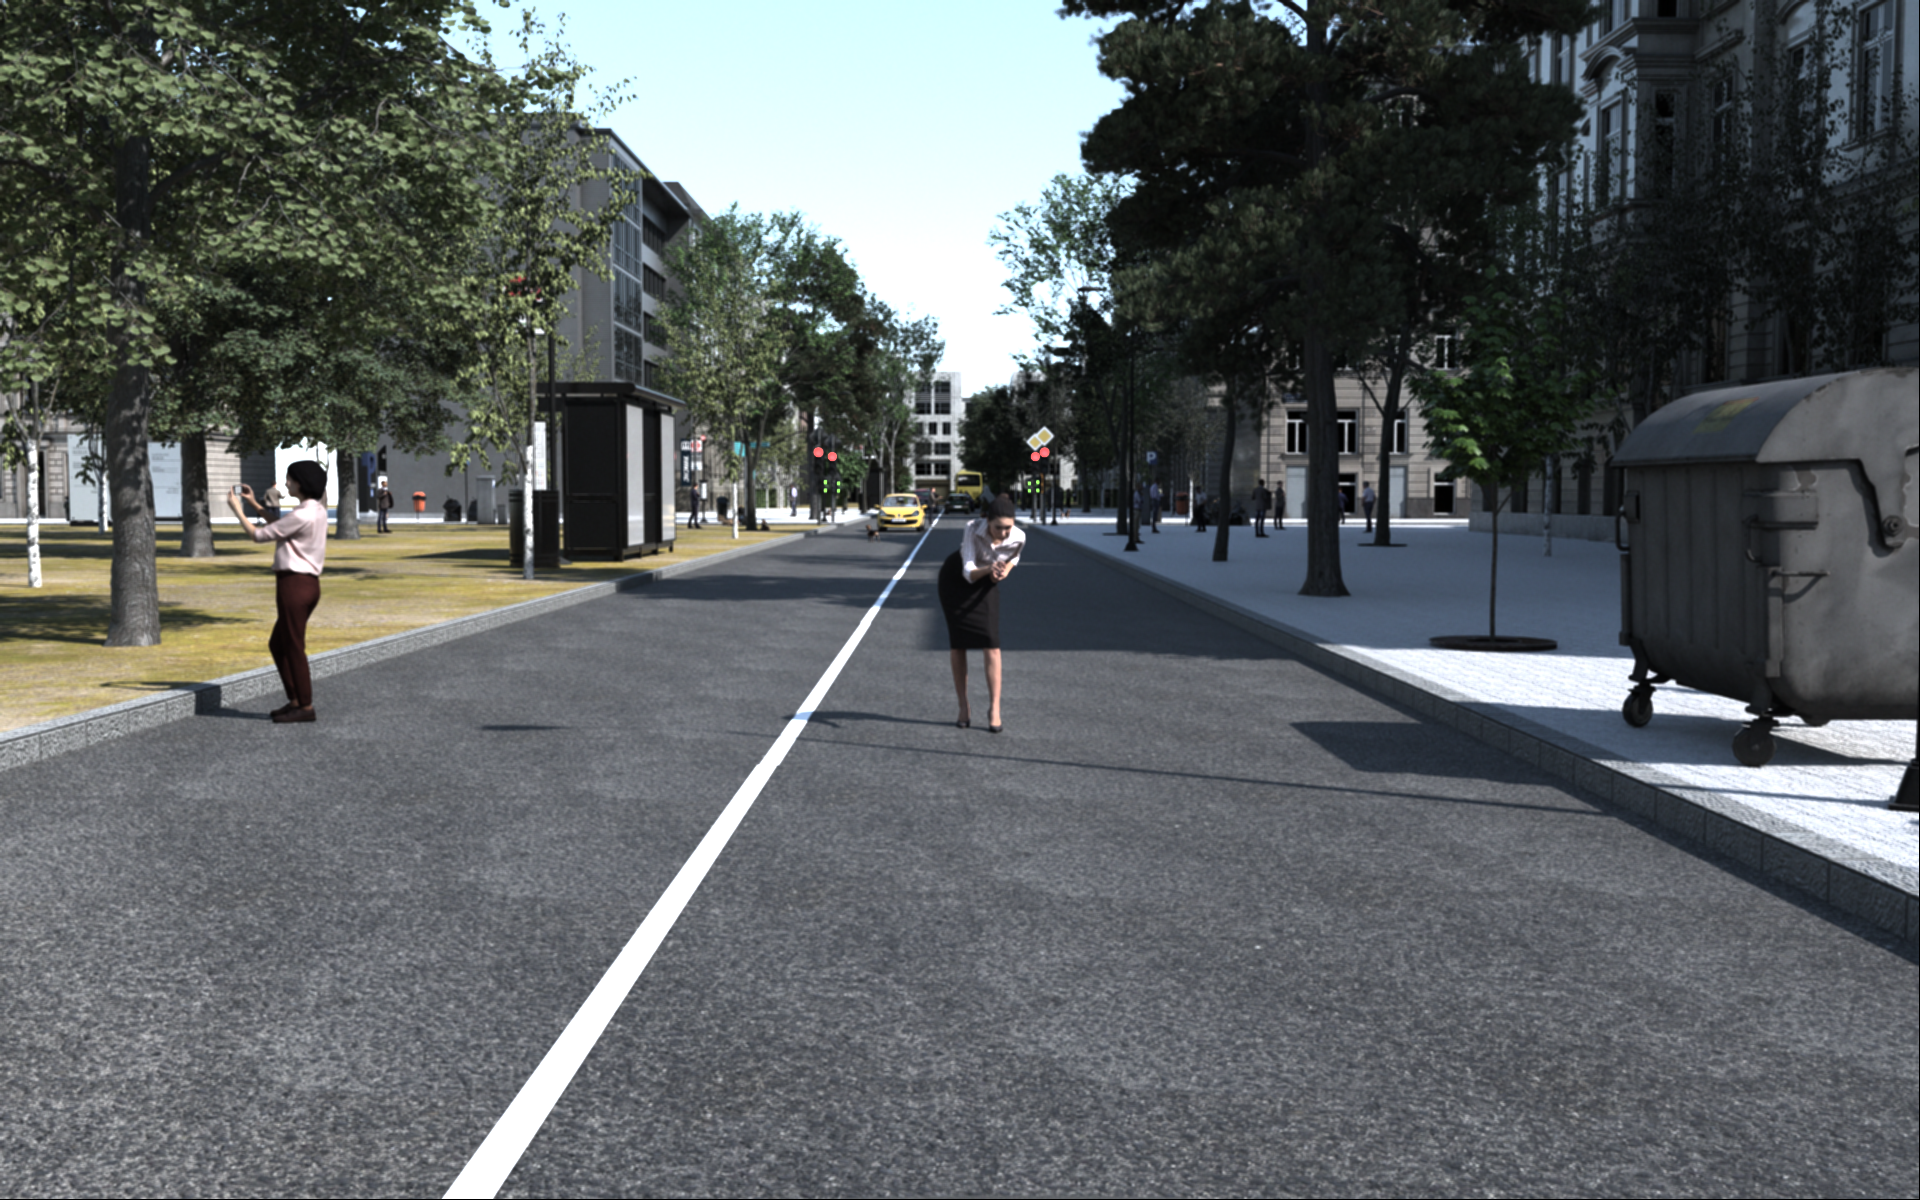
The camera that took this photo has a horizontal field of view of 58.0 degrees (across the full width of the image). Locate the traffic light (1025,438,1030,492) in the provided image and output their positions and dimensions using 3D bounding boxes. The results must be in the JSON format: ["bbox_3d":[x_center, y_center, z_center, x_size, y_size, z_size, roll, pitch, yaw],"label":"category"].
[{"bbox_3d":[3.397,-5.480,78.834,0.839,4.213,0.868,0,4,0],"label":"traffic light"}]

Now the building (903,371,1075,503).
[{"bbox_3d":[7.592,-23.898,257.192,31.486,18.905,16.747,0,4,0],"label":"building"}]

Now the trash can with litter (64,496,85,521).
[{"bbox_3d":[-41.509,-4.280,81.364,1.055,1.170,0.624,0,4,4],"label":"trash can with litter"}]

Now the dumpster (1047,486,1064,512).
[{"bbox_3d":[7.063,-7.470,127.887,1.264,1.857,1.865,0,3,0],"label":"dumpster"}]

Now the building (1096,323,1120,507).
[{"bbox_3d":[23.378,-18.648,171.360,16.747,18.905,31.486,0,4,0],"label":"building"}]

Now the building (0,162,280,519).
[{"bbox_3d":[-47.879,-14.005,93.614,19.286,19.102,10.561,0,4,0],"label":"building"}]

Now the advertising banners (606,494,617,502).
[{"bbox_3d":[-13.647,-4.390,67.966,2.074,3.025,0.090,1,4,23],"label":"advertising banners"}]

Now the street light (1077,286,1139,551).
[{"bbox_3d":[3.317,-4.057,38.866,1.470,5.913,1.316,0,4,0],"label":"street light"}]

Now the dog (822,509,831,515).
[{"bbox_3d":[-7.969,-5.252,103.609,0.748,0.427,0.550,2,4,24],"label":"dog"}]

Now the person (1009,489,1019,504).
[{"bbox_3d":[6.133,-11.569,195.293,1.348,1.812,0.705,1,4,15],"label":"person"}]

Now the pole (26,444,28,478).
[{"bbox_3d":[-37.377,-4.633,69.587,0.158,3.312,0.155,0,3,0],"label":"pole"}]

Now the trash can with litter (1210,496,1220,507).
[{"bbox_3d":[11.819,-4.284,81.426,1.055,1.170,0.624,2,4,31],"label":"trash can with litter"}]

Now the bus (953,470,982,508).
[{"bbox_3d":[0.797,-11.283,176.030,2.896,3.916,12.252,0,4,-1],"label":"bus"}]

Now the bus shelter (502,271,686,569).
[{"bbox_3d":[-7.142,-3.442,33.903,2.179,5.291,8.768,0,3,0],"label":"bus shelter"}]

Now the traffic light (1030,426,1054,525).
[{"bbox_3d":[3.422,-4.991,70.849,0.839,4.213,0.868,0,4,0],"label":"traffic light"}]

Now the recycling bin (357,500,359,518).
[{"bbox_3d":[-28.008,-4.145,80.331,0.722,1.027,0.722,1,4,19],"label":"recycling bin"}]

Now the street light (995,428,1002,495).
[{"bbox_3d":[3.154,-9.110,121.487,1.470,5.913,1.316,0,4,0],"label":"street light"}]

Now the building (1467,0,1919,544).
[{"bbox_3d":[22.778,-13.645,42.186,14.460,24.649,34.723,0,4,0],"label":"building"}]

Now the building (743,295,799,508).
[{"bbox_3d":[-25.640,-18.556,169.849,16.747,18.905,31.486,0,4,0],"label":"building"}]

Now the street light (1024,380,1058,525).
[{"bbox_3d":[3.325,-6.012,70.835,1.470,5.913,1.316,0,4,0],"label":"street light"}]

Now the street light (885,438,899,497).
[{"bbox_3d":[-5.702,-10.497,144.172,1.470,5.913,1.316,0,4,0],"label":"street light"}]

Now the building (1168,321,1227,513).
[{"bbox_3d":[20.490,-17.752,119.117,11.050,23.489,19.941,0,4,0],"label":"building"}]

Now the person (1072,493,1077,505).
[{"bbox_3d":[13.019,-11.471,196.782,0.628,1.438,0.799,-3,5,-42],"label":"person"}]

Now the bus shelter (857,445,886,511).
[{"bbox_3d":[-7.139,-9.771,137.391,2.179,5.291,8.768,0,3,0],"label":"bus shelter"}]

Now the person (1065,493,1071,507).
[{"bbox_3d":[10.993,-10.334,175.926,0.530,1.710,0.541,-2,4,-34],"label":"person"}]

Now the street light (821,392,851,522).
[{"bbox_3d":[-5.636,-6.498,78.782,1.470,5.913,1.316,0,4,0],"label":"street light"}]

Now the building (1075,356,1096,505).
[{"bbox_3d":[23.282,-20.576,202.877,16.747,18.905,31.486,0,4,0],"label":"building"}]

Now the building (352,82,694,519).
[{"bbox_3d":[-25.191,-17.414,103.782,14.314,24.678,30.058,0,4,0],"label":"building"}]

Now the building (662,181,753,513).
[{"bbox_3d":[-25.663,-18.382,133.836,16.112,22.955,30.059,0,4,0],"label":"building"}]

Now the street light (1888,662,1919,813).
[{"bbox_3d":[3.413,-2.101,6.899,1.470,5.913,1.316,0,4,0],"label":"street light"}]

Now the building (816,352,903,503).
[{"bbox_3d":[-24.952,-25.596,262.474,32.646,21.610,27.936,0,4,0],"label":"building"}]

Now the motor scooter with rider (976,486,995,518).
[{"bbox_3d":[1.025,-3.302,62.951,0.876,1.779,1.986,0,4,-1],"label":"motor scooter with rider"}]

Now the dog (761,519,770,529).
[{"bbox_3d":[-6.951,-2.651,61.083,0.550,0.427,0.748,1,4,16],"label":"dog"}]

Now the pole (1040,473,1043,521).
[{"bbox_3d":[3.880,-5.375,81.719,0.158,3.312,0.155,0,3,0],"label":"pole"}]

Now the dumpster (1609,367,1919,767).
[{"bbox_3d":[4.241,-0.185,8.784,1.264,1.857,1.865,0,4,0],"label":"dumpster"}]

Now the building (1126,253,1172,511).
[{"bbox_3d":[20.266,-21.054,141.494,12.463,27.353,25.104,0,4,0],"label":"building"}]

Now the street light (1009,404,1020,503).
[{"bbox_3d":[3.223,-7.155,89.519,1.470,5.913,1.316,0,4,0],"label":"street light"}]

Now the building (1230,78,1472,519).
[{"bbox_3d":[27.518,-18.155,94.090,25.104,27.353,12.463,0,4,0],"label":"building"}]

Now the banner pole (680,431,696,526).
[{"bbox_3d":[-10.713,-4.811,68.684,0.863,3.779,0.401,-2,4,-35],"label":"banner pole"}]

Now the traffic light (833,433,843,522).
[{"bbox_3d":[-5.764,-5.477,78.789,0.839,4.213,0.868,0,4,0],"label":"traffic light"}]

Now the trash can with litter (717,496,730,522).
[{"bbox_3d":[-11.018,-4.235,80.629,0.624,1.170,1.055,-1,4,-8],"label":"trash can with litter"}]

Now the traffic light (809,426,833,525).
[{"bbox_3d":[-5.739,-4.988,70.804,0.839,4.213,0.868,0,4,0],"label":"traffic light"}]

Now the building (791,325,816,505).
[{"bbox_3d":[-34.901,-22.103,205.359,32.646,21.610,27.936,0,4,0],"label":"building"}]

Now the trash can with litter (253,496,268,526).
[{"bbox_3d":[-27.645,-3.590,69.747,1.678,1.210,2.233,2,4,32],"label":"trash can with litter"}]

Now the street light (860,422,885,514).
[{"bbox_3d":[-5.764,-8.517,111.797,1.470,5.913,1.316,0,4,0],"label":"street light"}]

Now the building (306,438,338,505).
[{"bbox_3d":[-65.520,-16.681,214.880,28.070,9.664,9.099,0,4,0],"label":"building"}]

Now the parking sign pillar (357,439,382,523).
[{"bbox_3d":[-26.828,-5.499,78.382,1.447,3.967,1.447,0,3,0],"label":"parking sign pillar"}]

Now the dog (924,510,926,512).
[{"bbox_3d":[-2.982,-7.205,137.988,0.748,0.427,0.550,-1,4,-17],"label":"dog"}]
